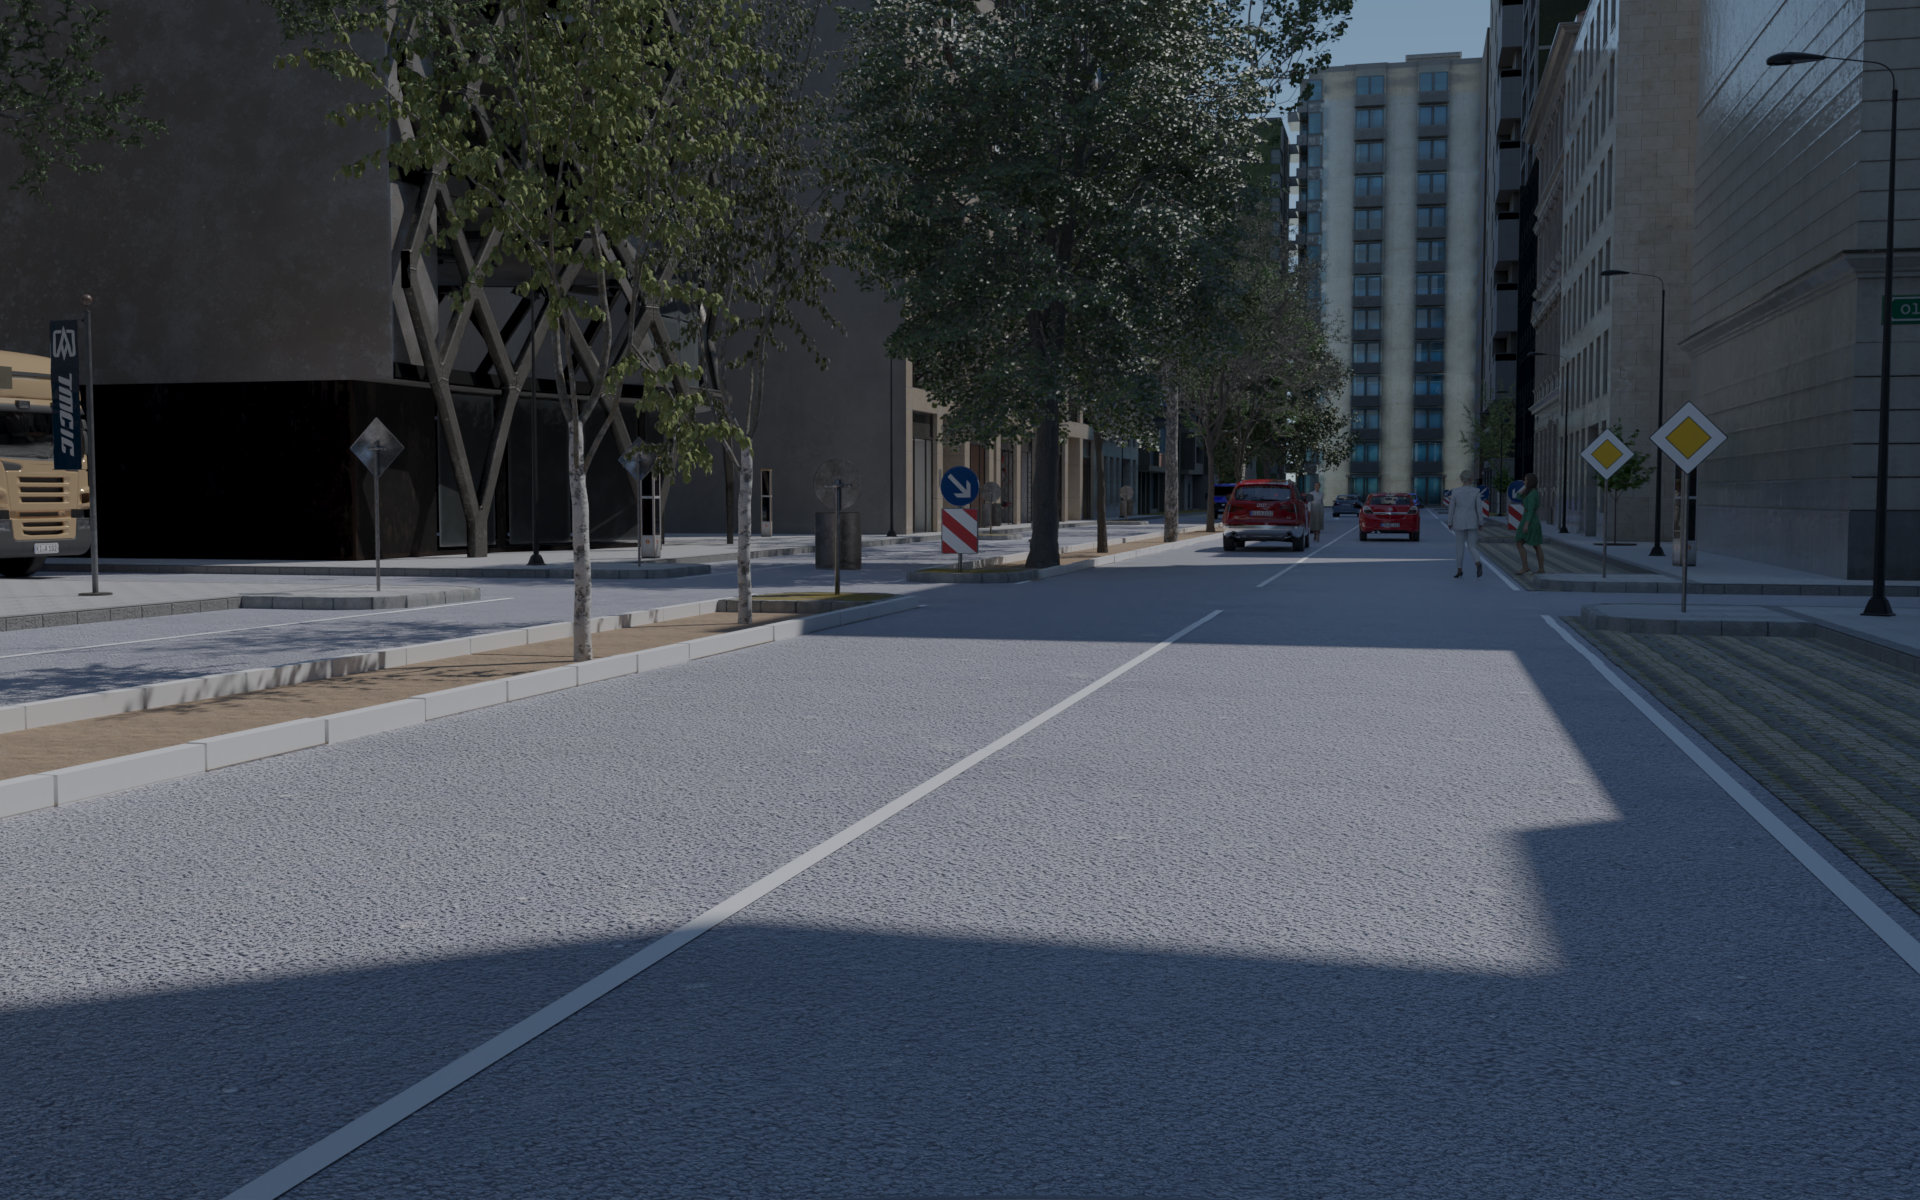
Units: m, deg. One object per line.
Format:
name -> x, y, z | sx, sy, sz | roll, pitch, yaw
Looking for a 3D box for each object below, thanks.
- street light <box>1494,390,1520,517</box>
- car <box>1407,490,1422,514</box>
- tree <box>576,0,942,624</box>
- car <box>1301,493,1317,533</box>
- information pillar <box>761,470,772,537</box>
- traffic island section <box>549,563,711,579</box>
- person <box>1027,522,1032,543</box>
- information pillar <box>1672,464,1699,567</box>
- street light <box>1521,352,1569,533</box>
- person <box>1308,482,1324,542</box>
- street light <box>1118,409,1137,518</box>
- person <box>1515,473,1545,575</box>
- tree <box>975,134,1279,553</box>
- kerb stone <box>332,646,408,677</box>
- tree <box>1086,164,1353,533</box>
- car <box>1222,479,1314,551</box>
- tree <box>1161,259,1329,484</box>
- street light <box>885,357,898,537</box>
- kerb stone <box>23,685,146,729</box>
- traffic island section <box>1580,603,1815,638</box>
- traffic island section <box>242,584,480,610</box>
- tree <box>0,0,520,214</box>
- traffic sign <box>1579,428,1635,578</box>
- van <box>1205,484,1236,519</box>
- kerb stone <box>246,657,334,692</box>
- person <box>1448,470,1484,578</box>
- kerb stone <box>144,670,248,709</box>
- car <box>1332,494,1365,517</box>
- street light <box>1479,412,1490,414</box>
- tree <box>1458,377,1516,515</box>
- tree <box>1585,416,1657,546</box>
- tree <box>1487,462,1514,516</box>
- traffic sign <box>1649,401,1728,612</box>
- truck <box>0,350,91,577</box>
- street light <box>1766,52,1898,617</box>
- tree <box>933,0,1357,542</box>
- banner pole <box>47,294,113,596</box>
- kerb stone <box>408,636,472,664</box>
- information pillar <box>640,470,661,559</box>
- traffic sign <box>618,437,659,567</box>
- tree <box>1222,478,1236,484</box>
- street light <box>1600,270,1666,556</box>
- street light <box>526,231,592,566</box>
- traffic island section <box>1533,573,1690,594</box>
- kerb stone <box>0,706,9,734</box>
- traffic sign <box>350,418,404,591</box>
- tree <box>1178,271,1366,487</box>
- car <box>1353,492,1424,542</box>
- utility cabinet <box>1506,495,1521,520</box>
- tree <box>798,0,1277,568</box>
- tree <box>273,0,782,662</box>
street light -> 24.697, -6.429, 77.658 | 1.470, 5.913, 1.316 | 1, 4, 15
car -> 31.122, -6.784, 120.511 | 1.945, 1.707, 3.694 | 1, 4, 14
tree -> -2.322, -4.050, 19.037 | 4.360, 8.622, 3.978 | 0, 3, 0
car -> 12.451, -3.400, 64.625 | 2.155, 1.783, 4.494 | 1, 4, 16
information pillar -> -5.796, -2.897, 51.861 | 0.304, 2.012, 0.304 | 0, 4, 0
traffic island section -> -5.682, -0.508, 30.583 | 2.009, 0.180, 2.903 | 1, 4, 15
person -> 2.170, -2.343, 47.160 | 0.624, 1.780, 0.694 | 1, 4, 18
information pillar -> 12.877, -1.605, 30.741 | 0.304, 2.012, 0.304 | 0, 4, -5
street light -> 19.255, -5.146, 56.682 | 1.470, 5.913, 1.316 | 1, 4, 15
person -> 10.758, -2.664, 52.285 | 0.478, 1.798, 0.641 | 1, 4, 16
street light -> 9.271, -7.383, 93.252 | 1.470, 5.913, 1.316 | 1, 4, 15
person -> 9.994, -1.319, 30.305 | 0.529, 1.795, 0.600 | 1, 4, 14
tree -> 3.563, -6.428, 41.964 | 8.767, 10.594, 7.601 | 1, 4, 15
kerb stone -> -4.798, 0.504, 13.950 | 0.120, 0.150, 1.000 | 1, 4, 15
tree -> 9.334, -9.247, 64.013 | 12.009, 13.543, 11.850 | 0, 3, 0
car -> 7.991, -2.218, 44.938 | 2.281, 1.827, 5.304 | 1, 4, 14
tree -> 12.278, -9.020, 75.689 | 9.928, 11.665, 9.643 | 0, 3, 0
street light -> -1.530, -4.838, 51.637 | 1.470, 5.913, 1.316 | 1, 4, 15
kerb stone -> -5.581, 0.686, 10.980 | 0.120, 0.150, 1.000 | 1, 4, 15
traffic island section -> 7.879, 0.212, 18.810 | 2.009, 0.180, 2.903 | 1, 4, 15
traffic island section -> -7.694, -0.035, 22.855 | 2.009, 0.180, 2.903 | 1, 4, 15
tree -> -5.134, -4.365, 8.240 | 8.767, 10.594, 7.601 | 1, 4, 15
traffic sign -> 9.866, -1.396, 26.468 | 0.795, 2.450, 0.064 | 1, 4, 15
van -> 15.380, -5.827, 99.658 | 2.240, 2.365, 5.245 | 1, 4, 14
kerb stone -> -5.058, 0.565, 12.959 | 0.120, 0.150, 1.000 | 1, 4, 15
person -> 8.578, -1.279, 29.285 | 0.514, 1.842, 0.818 | 0, 4, -7
kerb stone -> -5.317, 0.626, 11.967 | 0.120, 0.150, 1.000 | 1, 4, 15
car -> 24.378, -5.916, 108.733 | 2.014, 1.417, 4.499 | 1, 4, 16
street light -> 30.188, -7.699, 98.422 | 1.470, 5.913, 1.316 | 1, 4, 15
tree -> 33.513, -9.663, 108.352 | 4.737, 8.622, 4.395 | 0, 3, 0
tree -> 16.346, -2.969, 43.140 | 1.663, 3.219, 1.824 | 0, 3, 0
tree -> 32.425, -6.633, 103.055 | 1.663, 3.219, 1.824 | 0, 3, 0
traffic sign -> 7.854, -0.923, 18.739 | 0.795, 2.450, 0.064 | 1, 4, 15
truck -> -19.964, -2.510, 29.951 | 11.283, 4.237, 2.839 | 1, 4, 15
street light -> 9.173, -2.796, 18.253 | 1.470, 5.913, 1.316 | 1, 4, 15
tree -> 5.279, -11.829, 51.752 | 12.611, 20.169, 13.585 | 0, 3, 0
banner pole -> -11.173, -1.951, 21.915 | 0.863, 3.779, 0.401 | 1, 4, 20
kerb stone -> -4.545, 0.448, 14.940 | 0.120, 0.150, 1.000 | 1, 4, 15
information pillar -> -6.174, -1.838, 34.544 | 0.304, 2.012, 0.304 | 1, 4, 16
traffic sign -> -5.657, -1.644, 30.515 | 0.795, 2.450, 0.064 | 1, 4, 15
tree -> 22.551, -10.138, 149.468 | 4.285, 4.588, 4.351 | 0, 3, 0
street light -> 13.931, -3.874, 35.875 | 1.470, 5.913, 1.316 | 1, 4, 15
street light -> -7.114, -3.569, 30.897 | 1.470, 5.913, 1.316 | 1, 4, 15
traffic island section -> 9.891, -0.260, 26.539 | 2.009, 0.180, 2.903 | 1, 4, 15
kerb stone -> -5.831, 0.747, 9.989 | 0.120, 0.150, 1.000 | 1, 4, 15
traffic sign -> -7.669, -1.171, 22.787 | 0.795, 2.450, 0.064 | 1, 4, 15
tree -> 15.512, -10.265, 87.293 | 9.611, 12.733, 9.660 | 0, 3, 0
car -> 13.351, -2.745, 53.924 | 2.155, 1.783, 4.494 | 1, 4, 13
utility cabinet -> 27.049, -4.477, 84.363 | 1.020, 1.237, 0.306 | -3, 4, -37
tree -> 1.629, -7.593, 33.257 | 9.857, 13.997, 8.962 | 0, 3, 0
tree -> -3.236, -3.759, 14.272 | 4.737, 8.622, 4.395 | 0, 3, 0
